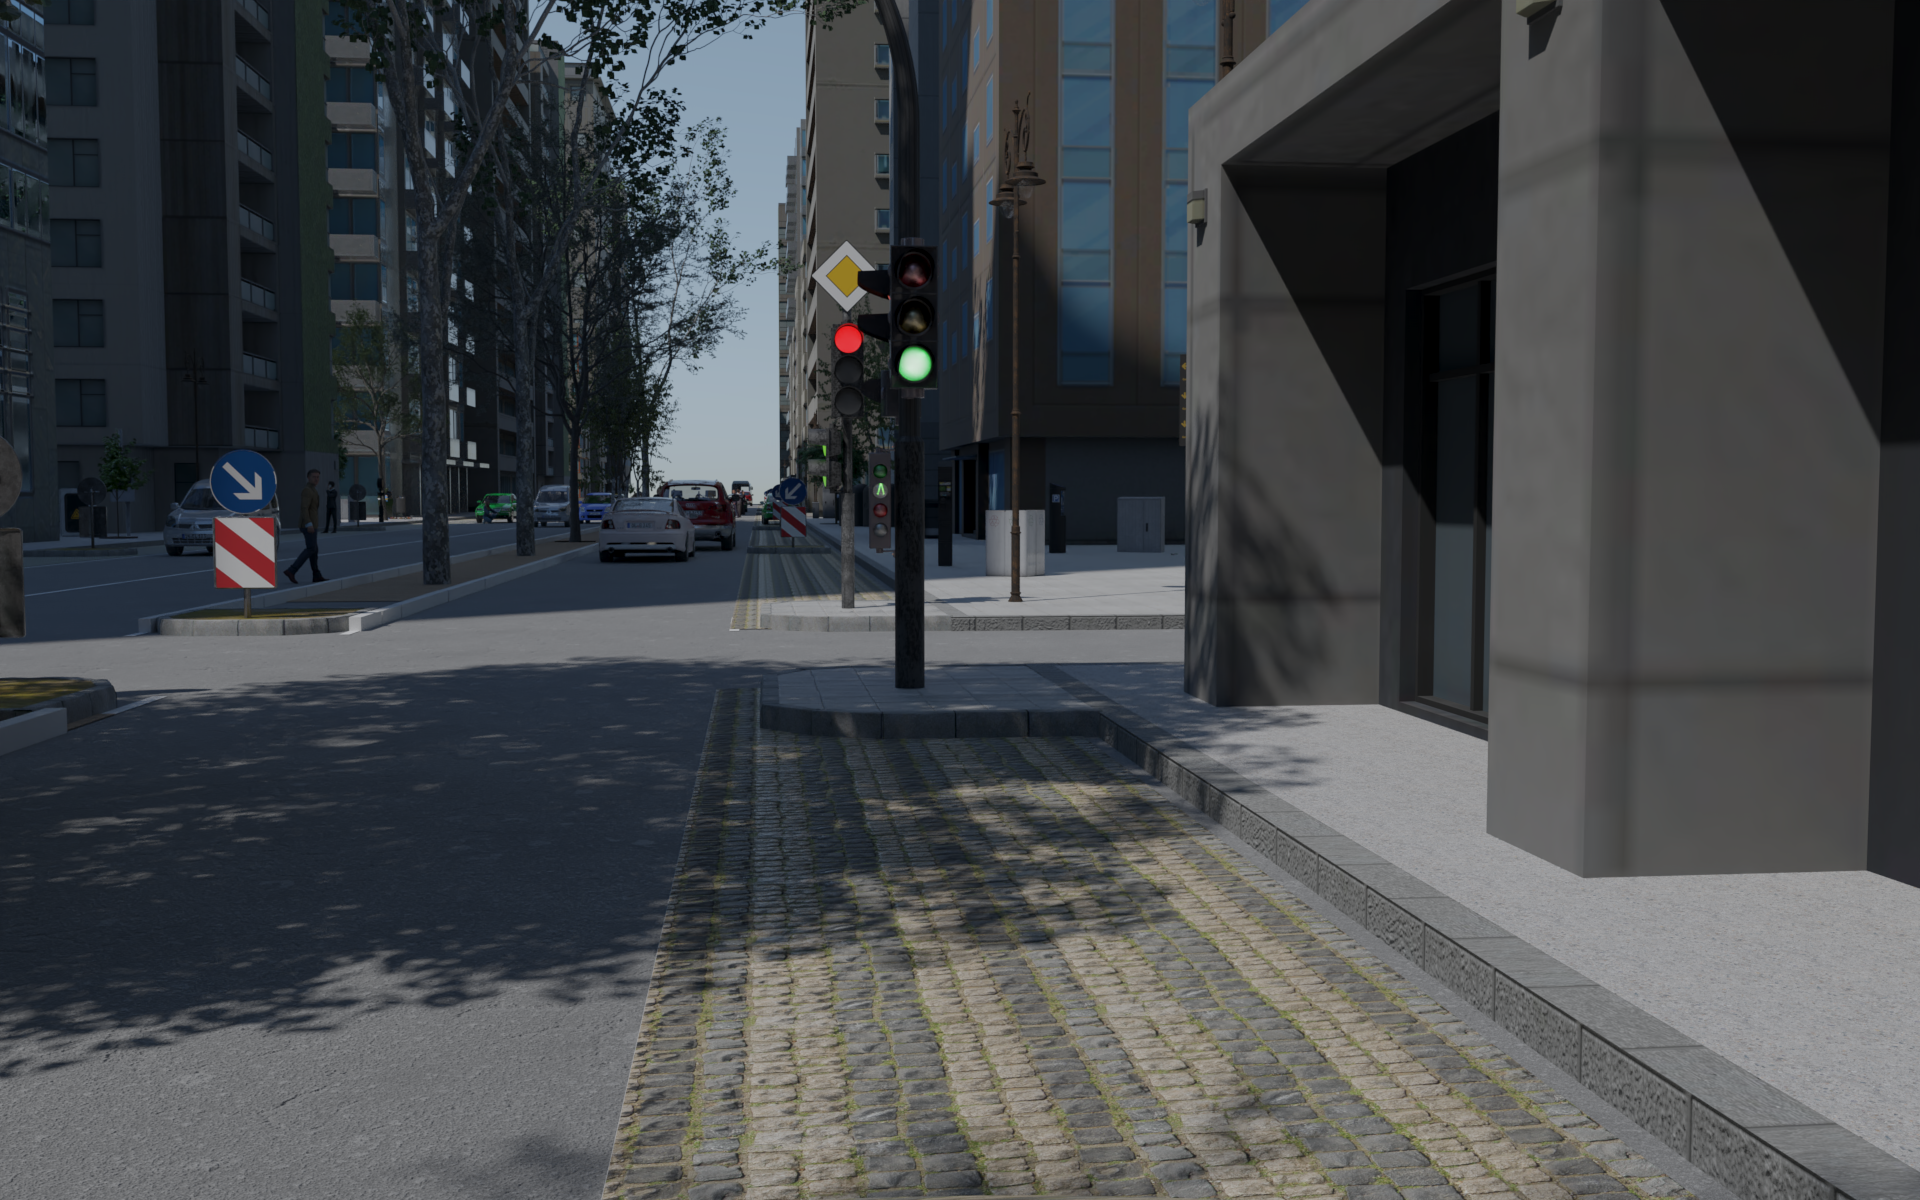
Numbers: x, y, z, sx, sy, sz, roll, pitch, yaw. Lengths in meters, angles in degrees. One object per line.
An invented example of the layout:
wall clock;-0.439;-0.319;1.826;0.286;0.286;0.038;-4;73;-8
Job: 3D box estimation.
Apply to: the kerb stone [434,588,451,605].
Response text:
kerb stone;-6.835;-0.026;22.613;0.120;0.150;1.000;0;4;-7

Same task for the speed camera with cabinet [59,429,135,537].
speed camera with cabinet;-26.171;-3.558;52.506;2.038;3.252;0.660;-2;4;-27

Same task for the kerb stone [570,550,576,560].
kerb stone;-8.585;-0.961;37.909;0.120;0.150;1.000;0;4;-7

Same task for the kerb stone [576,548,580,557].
kerb stone;-8.712;-1.023;38.927;0.120;0.150;1.000;0;4;-7

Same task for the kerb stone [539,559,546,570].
kerb stone;-8.009;-0.649;32.815;0.120;0.150;1.000;0;4;-7

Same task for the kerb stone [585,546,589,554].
kerb stone;-8.938;-1.148;40.973;0.120;0.150;1.000;0;4;-7

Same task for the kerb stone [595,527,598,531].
kerb stone;-13.848;-2.630;65.193;0.120;0.150;1.000;0;4;-7

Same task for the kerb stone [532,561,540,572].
kerb stone;-7.885;-0.587;31.800;0.120;0.150;1.000;0;4;-7

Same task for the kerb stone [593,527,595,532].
kerb stone;-13.728;-2.568;64.179;0.120;0.150;1.000;0;4;-7

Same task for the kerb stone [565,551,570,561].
kerb stone;-8.472;-0.899;36.892;0.120;0.150;1.000;0;4;-7

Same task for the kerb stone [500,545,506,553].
kerb stone;-11.141;-1.195;41.739;0.120;0.150;1.000;0;4;-7

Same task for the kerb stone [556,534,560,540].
kerb stone;-12.430;-1.883;52.980;0.120;0.150;1.000;0;4;-7

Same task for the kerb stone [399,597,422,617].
kerb stone;-6.586;0.099;20.573;0.120;0.150;1.000;0;4;-7

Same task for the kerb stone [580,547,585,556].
kerb stone;-8.826;-1.084;39.942;0.120;0.150;1.000;0;4;-7

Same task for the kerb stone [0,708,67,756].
kerb stone;-5.363;0.753;9.892;0.120;0.150;1.000;0;4;-7

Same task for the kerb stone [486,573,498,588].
kerb stone;-7.291;-0.275;26.685;0.120;0.150;1.000;0;4;-7

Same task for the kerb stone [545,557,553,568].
kerb stone;-8.118;-0.712;33.844;0.120;0.150;1.000;0;4;-7

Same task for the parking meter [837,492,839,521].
parking meter;-5.803;-4.573;83.184;0.372;1.533;0.369;0;3;0

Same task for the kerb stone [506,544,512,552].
kerb stone;-11.268;-1.258;42.769;0.120;0.150;1.000;0;4;-7

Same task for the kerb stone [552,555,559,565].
kerb stone;-8.236;-0.775;34.859;0.120;0.150;1.000;0;4;-7

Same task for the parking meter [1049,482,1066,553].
parking meter;2.118;-1.784;37.577;0.372;1.533;0.369;0;3;0

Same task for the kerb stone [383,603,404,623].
kerb stone;-6.476;0.166;19.557;0.120;0.150;1.000;0;4;-7

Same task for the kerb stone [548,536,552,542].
kerb stone;-12.201;-1.750;50.947;0.120;0.150;1.000;0;4;-7

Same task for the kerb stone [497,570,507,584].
kerb stone;-7.415;-0.336;27.704;0.120;0.150;1.000;0;4;-7

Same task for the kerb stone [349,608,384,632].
kerb stone;-6.361;0.224;18.541;0.120;0.150;1.000;0;4;-7

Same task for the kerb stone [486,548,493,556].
kerb stone;-10.908;-1.062;39.702;0.120;0.150;1.000;0;4;-7

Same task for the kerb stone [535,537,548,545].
kerb stone;-12.085;-1.694;49.927;0.120;0.150;1.000;0;4;-7

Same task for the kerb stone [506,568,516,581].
kerb stone;-7.533;-0.400;28.729;0.120;0.150;1.000;0;4;-7

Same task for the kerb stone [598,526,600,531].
kerb stone;-13.964;-2.692;66.209;0.120;0.150;1.000;0;4;-7

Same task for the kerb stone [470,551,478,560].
kerb stone;-10.676;-0.946;37.662;0.120;0.150;1.000;0;4;-7

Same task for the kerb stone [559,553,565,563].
kerb stone;-8.354;-0.837;35.875;0.120;0.150;1.000;0;4;-7

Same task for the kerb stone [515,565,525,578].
kerb stone;-7.652;-0.460;29.747;0.120;0.150;1.000;0;4;-7

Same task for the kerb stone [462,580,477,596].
kerb stone;-7.062;-0.150;24.652;0.120;0.150;1.000;0;4;-7

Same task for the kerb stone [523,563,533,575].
kerb stone;-7.768;-0.525;30.779;0.120;0.150;1.000;0;4;-7

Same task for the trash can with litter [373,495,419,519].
trash can with litter;-28.879;-4.741;88.571;2.233;1.210;1.678;1;4;14

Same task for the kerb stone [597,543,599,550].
kerb stone;-9.291;-1.335;44.021;0.120;0.150;1.000;0;4;-7

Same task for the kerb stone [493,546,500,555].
kerb stone;-11.020;-1.126;40.718;0.120;0.150;1.000;0;4;-7

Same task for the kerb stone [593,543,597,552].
kerb stone;-9.175;-1.273;43.004;0.120;0.150;1.000;0;4;-7

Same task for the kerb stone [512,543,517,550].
kerb stone;-11.378;-1.321;43.796;0.120;0.150;1.000;0;4;-7

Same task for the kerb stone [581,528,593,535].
kerb stone;-13.602;-2.505;63.157;0.120;0.150;1.000;0;4;-7

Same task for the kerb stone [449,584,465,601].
kerb stone;-6.942;-0.088;23.632;0.120;0.150;1.000;0;4;-7

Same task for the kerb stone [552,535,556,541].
kerb stone;-12.314;-1.821;51.962;0.120;0.150;1.000;0;4;-7

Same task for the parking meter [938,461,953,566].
parking meter;-0.262;-1.538;30.850;0.255;1.863;0.399;0;4;0

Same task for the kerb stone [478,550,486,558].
kerb stone;-10.791;-1.008;38.678;0.120;0.150;1.000;0;4;-7

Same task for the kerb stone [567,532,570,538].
kerb stone;-12.789;-2.064;56.026;0.120;0.150;1.000;0;4;-7

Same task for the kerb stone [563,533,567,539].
kerb stone;-12.672;-2.007;55.010;0.120;0.150;1.000;0;4;-7

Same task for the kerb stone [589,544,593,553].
kerb stone;-9.063;-1.211;41.987;0.120;0.150;1.000;0;4;-7

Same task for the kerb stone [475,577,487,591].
kerb stone;-7.183;-0.212;25.668;0.120;0.150;1.000;0;4;-7

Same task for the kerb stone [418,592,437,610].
kerb stone;-6.710;0.037;21.595;0.120;0.150;1.000;0;4;-7

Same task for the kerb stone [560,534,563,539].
kerb stone;-12.559;-1.943;53.994;0.120;0.150;1.000;0;4;-7
